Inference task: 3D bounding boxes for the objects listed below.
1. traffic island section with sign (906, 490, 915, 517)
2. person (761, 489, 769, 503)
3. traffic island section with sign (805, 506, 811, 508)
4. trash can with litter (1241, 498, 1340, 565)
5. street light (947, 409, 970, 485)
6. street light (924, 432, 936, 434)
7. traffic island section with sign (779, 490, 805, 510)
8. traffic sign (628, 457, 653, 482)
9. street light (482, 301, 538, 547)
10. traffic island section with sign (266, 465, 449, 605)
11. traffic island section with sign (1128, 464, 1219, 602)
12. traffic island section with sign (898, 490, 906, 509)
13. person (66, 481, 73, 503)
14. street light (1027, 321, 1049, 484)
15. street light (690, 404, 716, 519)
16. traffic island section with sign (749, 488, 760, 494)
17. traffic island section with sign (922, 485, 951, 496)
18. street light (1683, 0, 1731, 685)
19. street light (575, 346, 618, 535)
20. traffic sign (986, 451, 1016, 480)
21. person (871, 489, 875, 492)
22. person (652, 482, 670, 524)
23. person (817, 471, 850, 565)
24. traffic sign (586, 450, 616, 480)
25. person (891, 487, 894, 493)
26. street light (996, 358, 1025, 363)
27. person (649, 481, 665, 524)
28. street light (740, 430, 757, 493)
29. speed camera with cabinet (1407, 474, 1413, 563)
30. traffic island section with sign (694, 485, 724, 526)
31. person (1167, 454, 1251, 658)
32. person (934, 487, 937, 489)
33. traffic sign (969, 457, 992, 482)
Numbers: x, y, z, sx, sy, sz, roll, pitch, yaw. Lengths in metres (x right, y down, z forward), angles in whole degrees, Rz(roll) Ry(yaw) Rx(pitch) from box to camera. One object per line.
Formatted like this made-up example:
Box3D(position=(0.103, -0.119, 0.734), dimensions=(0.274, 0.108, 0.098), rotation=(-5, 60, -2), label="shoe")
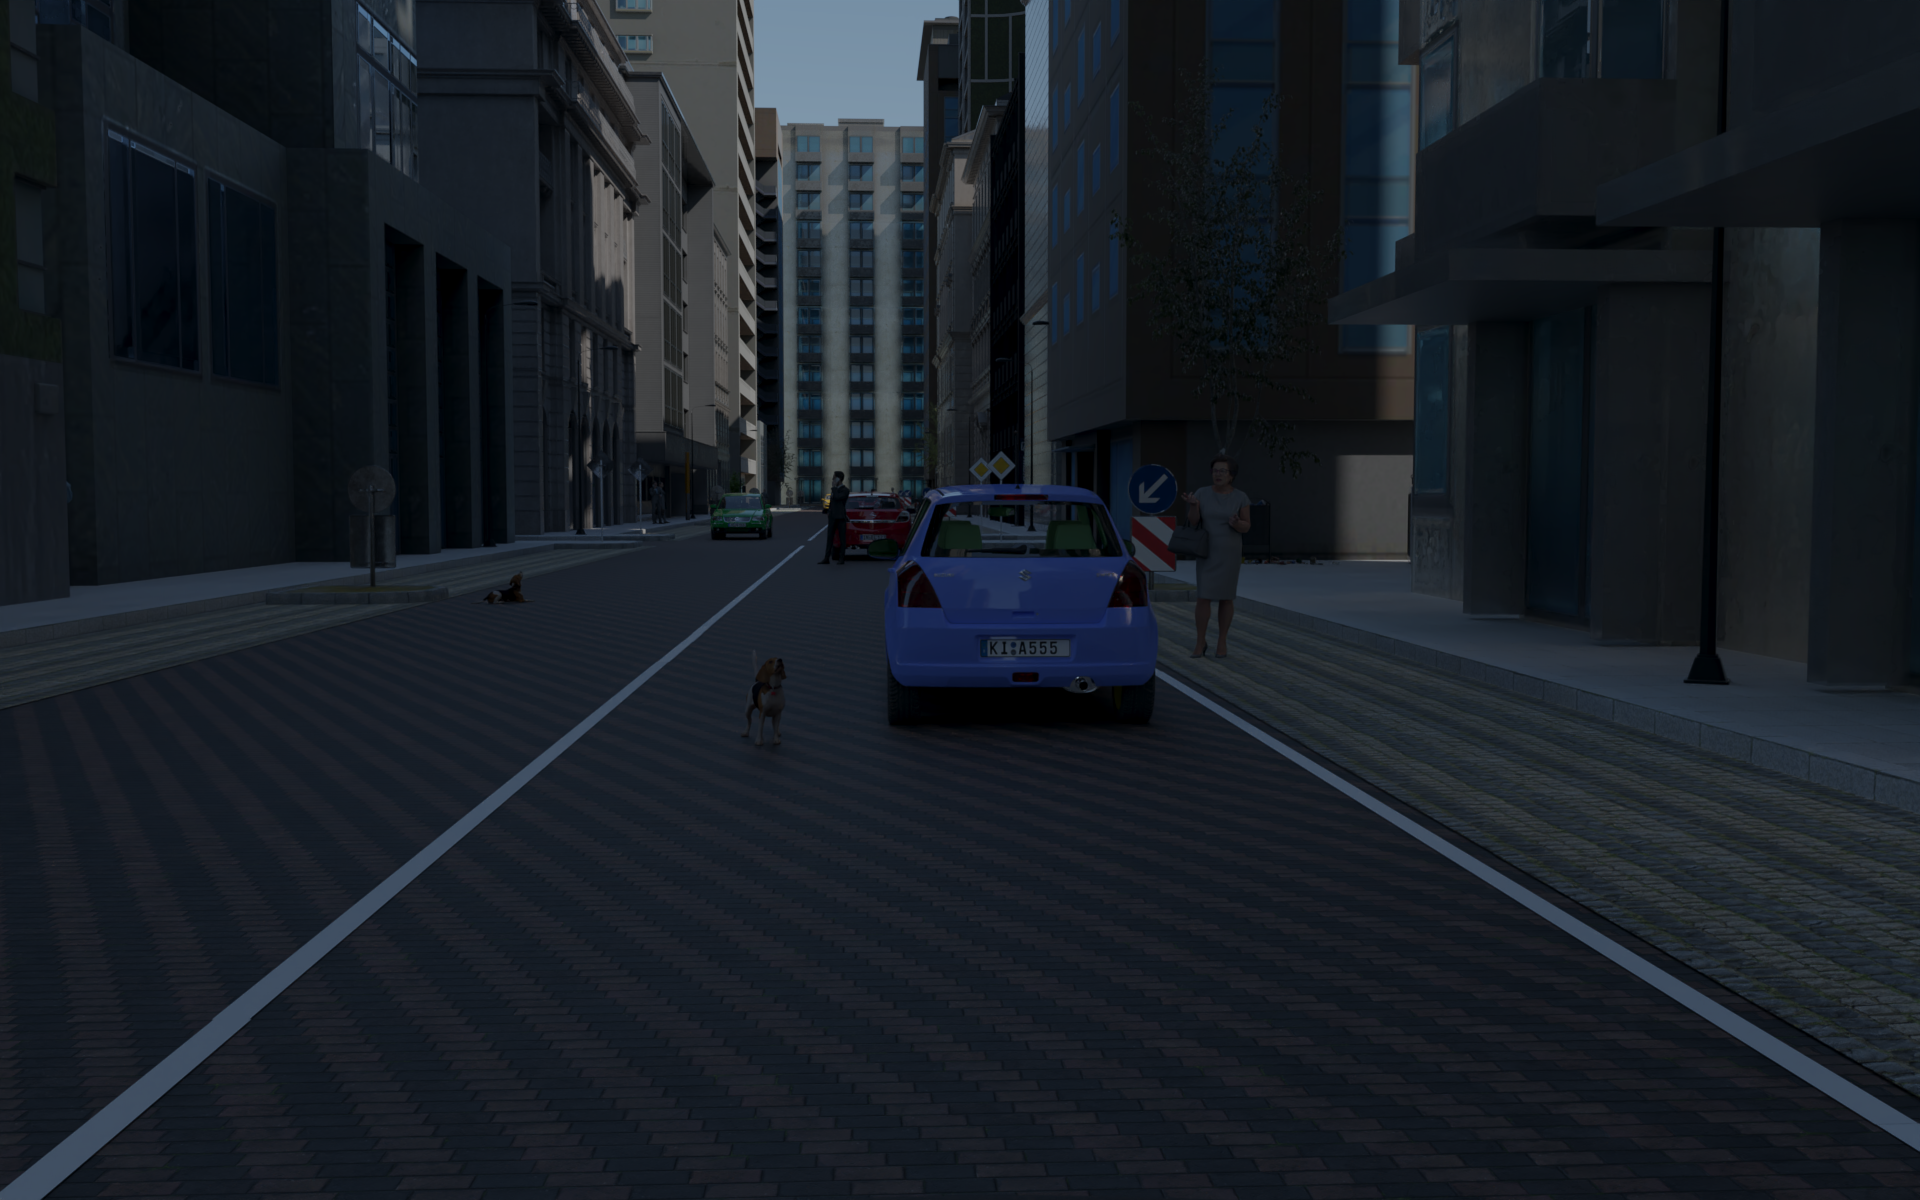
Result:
Box3D(position=(-2.117, -5.979, 106.388), dimensions=(1.989, 1.847, 2.006), rotation=(0, 4, -3), label="traffic island section with sign")
Box3D(position=(-13.764, -6.913, 121.699), dimensions=(0.661, 1.801, 0.590), rotation=(0, 4, -7), label="person")
Box3D(position=(-16.717, -10.645, 182.673), dimensions=(1.989, 1.847, 2.006), rotation=(0, 4, -3), label="traffic island section with sign")
Box3D(position=(5.794, -1.262, 31.690), dimensions=(2.233, 1.210, 1.678), rotation=(1, 4, 19), label="trash can with litter")
Box3D(position=(-0.016, -7.449, 94.329), dimensions=(1.470, 5.913, 1.316), rotation=(0, 4, -3), label="street light")
Box3D(position=(-1.977, -9.596, 129.435), dimensions=(1.470, 5.913, 1.316), rotation=(0, 4, -3), label="street light")
Box3D(position=(-15.247, -8.999, 155.758), dimensions=(1.989, 1.847, 2.006), rotation=(0, 4, -3), label="traffic island section with sign")
Box3D(position=(-9.987, -3.173, 54.067), dimensions=(0.795, 2.593, 0.064), rotation=(0, 4, -3), label="traffic sign")
Box3D(position=(-10.824, -4.229, 41.691), dimensions=(1.470, 5.913, 1.316), rotation=(0, 4, -3), label="street light")
Box3D(position=(-8.000, -0.895, 23.263), dimensions=(1.989, 1.847, 2.006), rotation=(0, 4, -3), label="traffic island section with sign")
Box3D(position=(2.411, -0.926, 23.767), dimensions=(1.989, 1.847, 2.006), rotation=(0, 4, -3), label="traffic island section with sign")
Box3D(position=(-6.355, -10.715, 183.810), dimensions=(1.989, 1.847, 2.006), rotation=(0, 4, -3), label="traffic island section with sign")
Box3D(position=(-11.724, -0.970, 22.166), dimensions=(0.793, 1.790, 0.793), rotation=(3, 5, 42), label="person")
Box3D(position=(2.632, -4.526, 46.543), dimensions=(1.470, 5.913, 1.316), rotation=(0, 4, -3), label="street light")
Box3D(position=(-13.301, -7.160, 89.605), dimensions=(1.470, 5.913, 1.316), rotation=(0, 4, -3), label="street light")
Box3D(position=(-12.526, -5.954, 105.968), dimensions=(1.989, 1.847, 2.006), rotation=(0, 4, -3), label="traffic island section with sign")
Box3D(position=(-0.624, -4.321, 79.275), dimensions=(1.989, 1.847, 2.006), rotation=(0, 4, -3), label="traffic island section with sign")
Box3D(position=(4.550, -2.389, 11.598), dimensions=(1.470, 5.913, 1.316), rotation=(0, 4, -3), label="street light")
Box3D(position=(-11.425, -5.012, 54.479), dimensions=(1.470, 5.913, 1.316), rotation=(0, 4, -3), label="street light")
Box3D(position=(1.129, -2.720, 46.655), dimensions=(0.795, 2.593, 0.064), rotation=(0, 4, -3), label="traffic sign")
Box3D(position=(-4.739, -5.109, 92.874), dimensions=(0.643, 1.720, 0.563), rotation=(-2, 4, -35), label="person")
Box3D(position=(-12.940, -4.213, 75.030), dimensions=(0.767, 1.812, 0.694), rotation=(0, 4, -1), label="person")
Box3D(position=(-2.543, -1.676, 35.269), dimensions=(0.648, 1.900, 0.474), rotation=(3, 5, 41), label="person")
Box3D(position=(-9.551, -2.685, 46.093), dimensions=(0.795, 2.593, 0.064), rotation=(0, 4, -3), label="traffic sign")
Box3D(position=(-4.061, -5.945, 105.574), dimensions=(0.818, 1.842, 0.514), rotation=(0, 4, -6), label="person")
Box3D(position=(1.923, -5.312, 59.386), dimensions=(1.470, 5.913, 1.316), rotation=(0, 4, -3), label="street light")
Box3D(position=(-12.924, -4.167, 73.979), dimensions=(0.655, 1.846, 0.447), rotation=(-3, 4, -38), label="person")
Box3D(position=(-15.291, -9.316, 124.864), dimensions=(1.470, 5.913, 1.316), rotation=(0, 4, -3), label="street light")
Box3D(position=(8.434, -2.257, 31.232), dimensions=(0.660, 3.252, 2.038), rotation=(1, 4, 12), label="speed camera with cabinet")
Box3D(position=(-11.046, -4.307, 79.054), dimensions=(1.989, 1.847, 2.006), rotation=(0, 4, -3), label="traffic island section with sign")
Box3D(position=(2.149, -0.377, 15.021), dimensions=(0.716, 1.782, 0.532), rotation=(1, 4, 14), label="person")
Box3D(position=(-2.087, -8.670, 147.435), dimensions=(0.705, 1.869, 1.348), rotation=(0, 4, -8), label="person")
Box3D(position=(0.692, -3.207, 54.629), dimensions=(0.795, 2.593, 0.064), rotation=(0, 4, -3), label="traffic sign")
